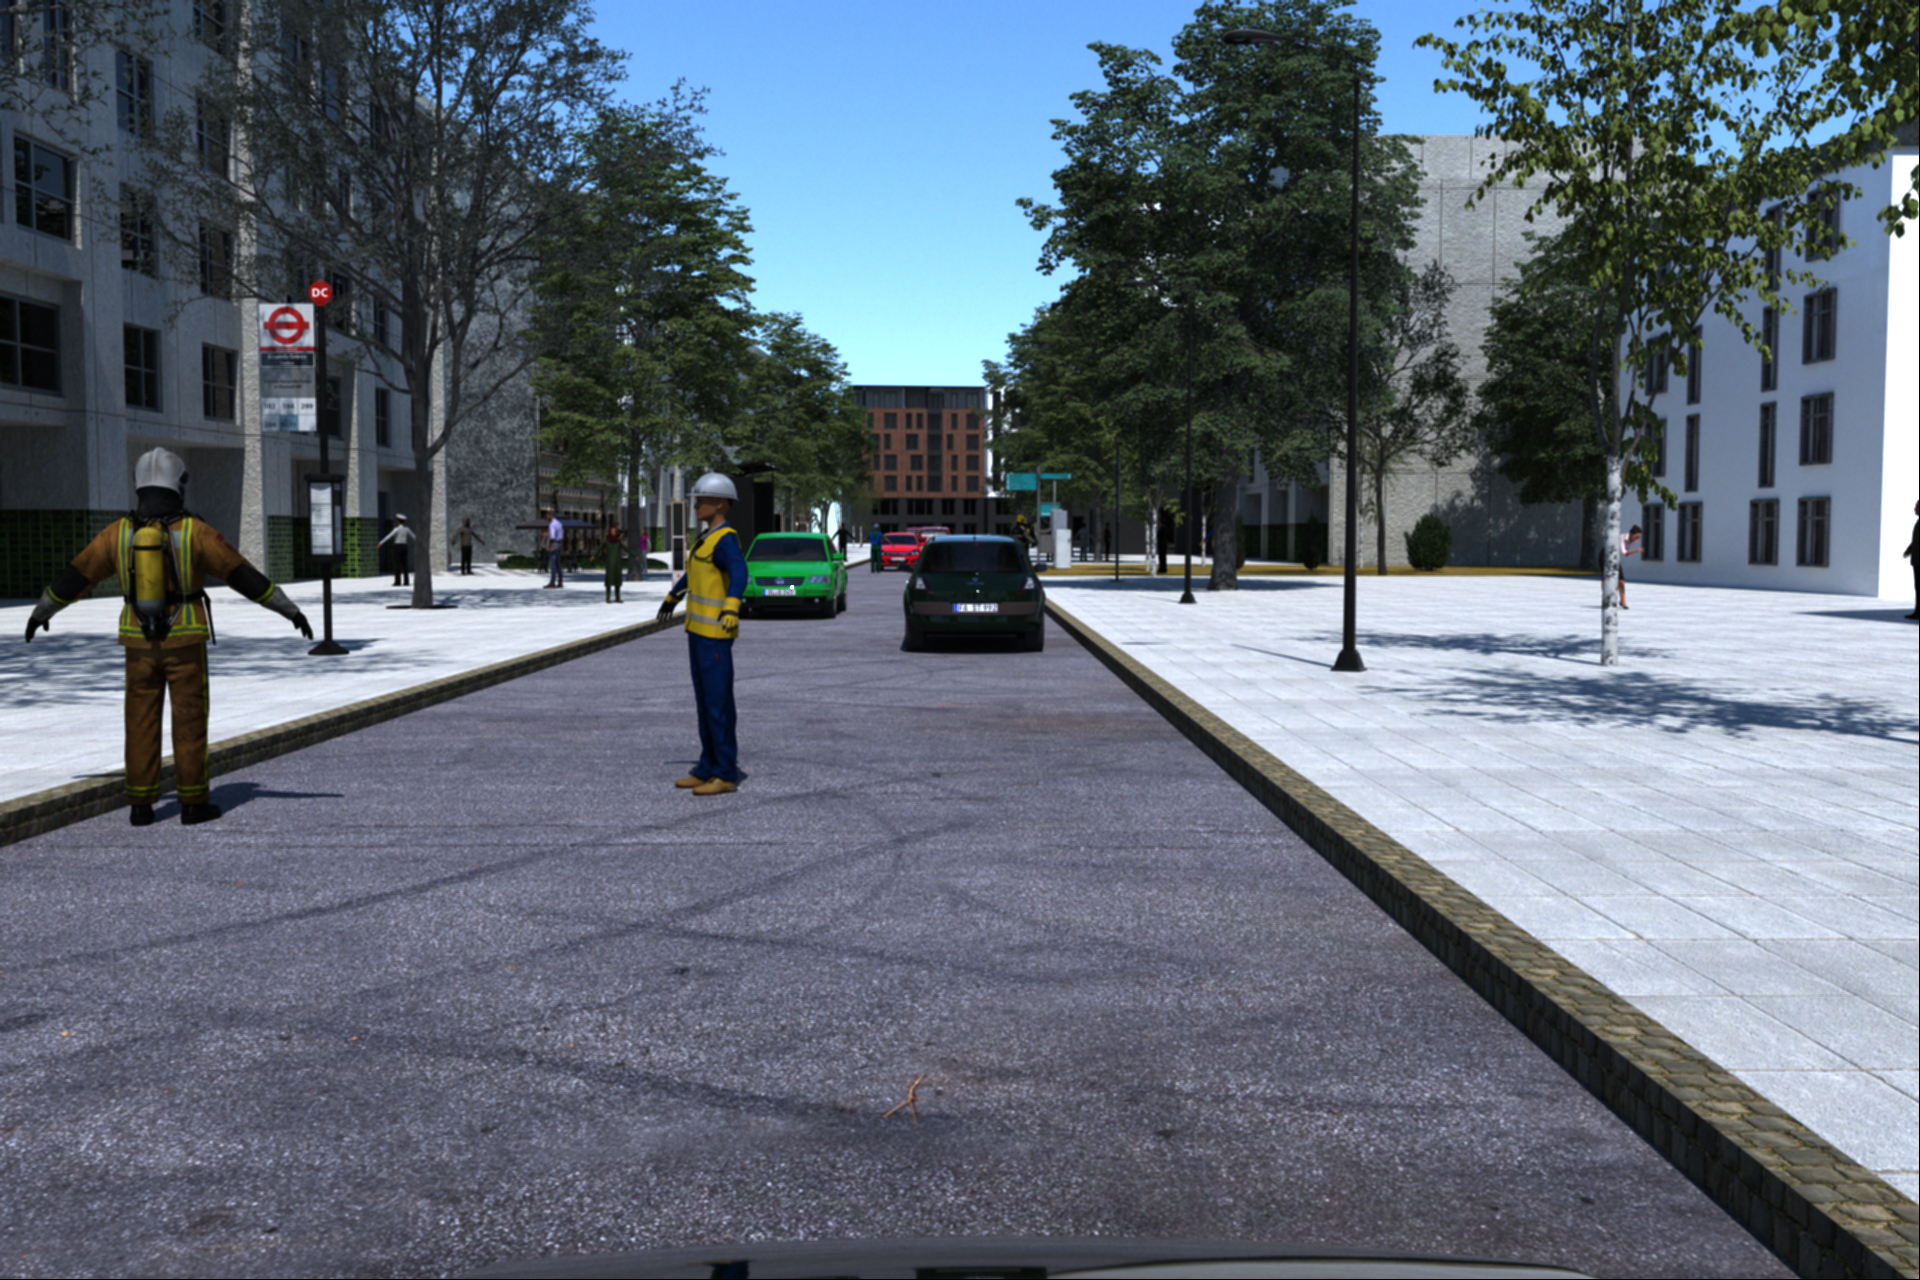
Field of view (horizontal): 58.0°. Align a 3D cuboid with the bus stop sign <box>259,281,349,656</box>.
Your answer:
[{"bbox_3d":[-6.956,-1.814,18.356,0.855,3.939,0.416,0,4,-1],"label":"bus stop sign"}]

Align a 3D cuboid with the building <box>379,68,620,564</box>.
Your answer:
[{"bbox_3d":[-27.511,-15.428,83.169,19.493,23.208,18.063,0,4,0],"label":"building"}]

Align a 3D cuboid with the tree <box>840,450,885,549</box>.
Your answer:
[{"bbox_3d":[-9.264,-12.079,147.849,4.360,8.622,3.978,0,3,0],"label":"tree"}]

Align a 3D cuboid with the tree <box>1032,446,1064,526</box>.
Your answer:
[{"bbox_3d":[6.220,-9.949,113.021,4.737,8.622,4.395,0,3,0],"label":"tree"}]

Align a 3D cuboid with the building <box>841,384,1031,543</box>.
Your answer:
[{"bbox_3d":[-0.125,-24.573,248.192,32.646,21.610,27.936,0,4,-7],"label":"building"}]

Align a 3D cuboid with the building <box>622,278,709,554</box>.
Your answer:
[{"bbox_3d":[-29.145,-16.022,128.420,16.747,18.905,31.486,0,4,-1],"label":"building"}]

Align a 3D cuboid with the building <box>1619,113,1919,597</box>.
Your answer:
[{"bbox_3d":[23.087,-5.675,34.931,9.099,9.664,28.070,0,4,-1],"label":"building"}]

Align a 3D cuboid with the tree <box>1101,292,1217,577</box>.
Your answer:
[{"bbox_3d":[5.994,-6.198,51.693,4.737,8.622,4.395,0,3,0],"label":"tree"}]

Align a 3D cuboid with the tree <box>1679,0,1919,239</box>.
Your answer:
[{"bbox_3d":[5.846,-3.625,9.639,4.737,8.622,4.395,0,3,0],"label":"tree"}]

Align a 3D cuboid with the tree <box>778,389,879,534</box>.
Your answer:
[{"bbox_3d":[-9.450,-12.094,123.487,9.928,11.665,9.643,0,3,0],"label":"tree"}]

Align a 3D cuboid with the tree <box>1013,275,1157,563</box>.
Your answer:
[{"bbox_3d":[5.795,-9.697,76.669,7.486,12.596,7.792,0,3,0],"label":"tree"}]

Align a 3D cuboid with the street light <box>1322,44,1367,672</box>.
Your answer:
[{"bbox_3d":[4.200,-2.665,16.106,1.470,5.913,1.316,0,4,0],"label":"street light"}]

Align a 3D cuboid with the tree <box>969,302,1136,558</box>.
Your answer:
[{"bbox_3d":[5.685,-11.368,92.528,9.857,13.997,8.962,0,3,0],"label":"tree"}]

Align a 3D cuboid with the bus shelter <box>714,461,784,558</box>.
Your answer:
[{"bbox_3d":[-7.148,-4.134,58.878,1.731,3.624,6.357,0,3,0],"label":"bus shelter"}]

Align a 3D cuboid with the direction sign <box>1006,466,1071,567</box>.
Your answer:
[{"bbox_3d":[3.084,-4.808,67.379,2.525,3.948,1.411,0,4,0],"label":"direction sign"}]

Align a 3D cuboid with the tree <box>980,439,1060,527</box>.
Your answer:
[{"bbox_3d":[5.900,-13.466,154.576,8.767,10.594,7.601,0,4,-4],"label":"tree"}]

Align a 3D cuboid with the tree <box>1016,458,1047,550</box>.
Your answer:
[{"bbox_3d":[6.225,-11.631,140.529,4.737,8.622,4.395,0,3,0],"label":"tree"}]

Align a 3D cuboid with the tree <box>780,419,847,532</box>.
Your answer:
[{"bbox_3d":[-9.064,-9.497,105.633,4.737,8.622,4.395,0,3,0],"label":"tree"}]

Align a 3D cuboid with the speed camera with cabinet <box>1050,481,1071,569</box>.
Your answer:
[{"bbox_3d":[3.724,-4.245,63.743,0.660,3.252,2.038,0,4,-2],"label":"speed camera with cabinet"}]

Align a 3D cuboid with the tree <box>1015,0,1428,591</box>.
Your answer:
[{"bbox_3d":[6.045,-8.117,39.372,9.857,13.997,8.962,0,3,0],"label":"tree"}]

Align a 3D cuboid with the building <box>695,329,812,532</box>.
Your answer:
[{"bbox_3d":[-25.121,-21.054,175.166,19.493,23.208,18.063,0,4,0],"label":"building"}]

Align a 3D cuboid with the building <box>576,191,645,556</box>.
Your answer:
[{"bbox_3d":[-24.925,-14.715,97.005,16.016,20.090,11.380,0,4,-1],"label":"building"}]

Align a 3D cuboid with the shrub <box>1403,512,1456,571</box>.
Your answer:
[{"bbox_3d":[16.147,-3.400,59.626,1.661,2.075,1.752,0,3,0],"label":"shrub"}]

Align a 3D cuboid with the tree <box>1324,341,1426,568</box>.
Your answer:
[{"bbox_3d":[14.944,-7.032,65.343,4.360,8.622,3.978,0,3,0],"label":"tree"}]

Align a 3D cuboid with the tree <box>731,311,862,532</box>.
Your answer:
[{"bbox_3d":[-8.623,-10.426,88.587,7.486,12.596,7.792,0,3,0],"label":"tree"}]

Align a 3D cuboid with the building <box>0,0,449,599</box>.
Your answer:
[{"bbox_3d":[-25.675,-10.780,42.715,16.747,18.905,31.486,0,4,0],"label":"building"}]

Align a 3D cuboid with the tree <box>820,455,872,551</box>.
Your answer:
[{"bbox_3d":[-9.374,-11.134,132.404,4.360,8.622,3.978,0,3,0],"label":"tree"}]

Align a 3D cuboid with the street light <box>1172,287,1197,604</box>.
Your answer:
[{"bbox_3d":[4.752,-3.626,31.833,1.470,5.913,1.316,0,4,0],"label":"street light"}]

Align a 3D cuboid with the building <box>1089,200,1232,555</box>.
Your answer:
[{"bbox_3d":[22.859,-17.036,122.519,27.936,21.610,32.646,0,4,0],"label":"building"}]

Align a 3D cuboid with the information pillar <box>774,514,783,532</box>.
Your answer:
[{"bbox_3d":[-6.529,-3.538,62.343,0.304,2.012,0.304,0,4,2],"label":"information pillar"}]

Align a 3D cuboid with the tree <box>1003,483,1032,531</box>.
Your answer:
[{"bbox_3d":[5.463,-12.059,147.531,4.360,8.622,3.978,0,3,0],"label":"tree"}]

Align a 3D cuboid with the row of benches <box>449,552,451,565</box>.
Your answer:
[{"bbox_3d":[-21.511,-3.308,69.554,1.422,0.672,4.104,0,4,5],"label":"row of benches"}]

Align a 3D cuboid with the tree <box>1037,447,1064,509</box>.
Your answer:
[{"bbox_3d":[6.095,-10.404,120.474,4.737,8.622,4.395,0,3,0],"label":"tree"}]

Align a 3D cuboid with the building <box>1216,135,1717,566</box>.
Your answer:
[{"bbox_3d":[23.379,-13.399,85.532,16.747,18.905,31.486,0,3,0],"label":"building"}]

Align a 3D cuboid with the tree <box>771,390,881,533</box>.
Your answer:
[{"bbox_3d":[-9.134,-10.891,112.477,8.767,10.594,7.601,0,4,6],"label":"tree"}]

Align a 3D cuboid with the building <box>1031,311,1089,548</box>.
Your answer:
[{"bbox_3d":[21.014,-20.271,175.402,27.936,21.610,32.646,0,3,0],"label":"building"}]

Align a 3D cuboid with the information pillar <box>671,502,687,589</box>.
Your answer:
[{"bbox_3d":[-6.376,-2.132,39.357,0.304,2.012,0.304,0,4,1],"label":"information pillar"}]

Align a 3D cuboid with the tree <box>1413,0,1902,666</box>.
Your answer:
[{"bbox_3d":[6.558,-4.049,16.560,4.737,8.622,4.395,0,3,0],"label":"tree"}]

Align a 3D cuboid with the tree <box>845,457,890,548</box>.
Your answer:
[{"bbox_3d":[-9.264,-12.730,158.495,4.360,8.622,3.978,0,3,0],"label":"tree"}]
